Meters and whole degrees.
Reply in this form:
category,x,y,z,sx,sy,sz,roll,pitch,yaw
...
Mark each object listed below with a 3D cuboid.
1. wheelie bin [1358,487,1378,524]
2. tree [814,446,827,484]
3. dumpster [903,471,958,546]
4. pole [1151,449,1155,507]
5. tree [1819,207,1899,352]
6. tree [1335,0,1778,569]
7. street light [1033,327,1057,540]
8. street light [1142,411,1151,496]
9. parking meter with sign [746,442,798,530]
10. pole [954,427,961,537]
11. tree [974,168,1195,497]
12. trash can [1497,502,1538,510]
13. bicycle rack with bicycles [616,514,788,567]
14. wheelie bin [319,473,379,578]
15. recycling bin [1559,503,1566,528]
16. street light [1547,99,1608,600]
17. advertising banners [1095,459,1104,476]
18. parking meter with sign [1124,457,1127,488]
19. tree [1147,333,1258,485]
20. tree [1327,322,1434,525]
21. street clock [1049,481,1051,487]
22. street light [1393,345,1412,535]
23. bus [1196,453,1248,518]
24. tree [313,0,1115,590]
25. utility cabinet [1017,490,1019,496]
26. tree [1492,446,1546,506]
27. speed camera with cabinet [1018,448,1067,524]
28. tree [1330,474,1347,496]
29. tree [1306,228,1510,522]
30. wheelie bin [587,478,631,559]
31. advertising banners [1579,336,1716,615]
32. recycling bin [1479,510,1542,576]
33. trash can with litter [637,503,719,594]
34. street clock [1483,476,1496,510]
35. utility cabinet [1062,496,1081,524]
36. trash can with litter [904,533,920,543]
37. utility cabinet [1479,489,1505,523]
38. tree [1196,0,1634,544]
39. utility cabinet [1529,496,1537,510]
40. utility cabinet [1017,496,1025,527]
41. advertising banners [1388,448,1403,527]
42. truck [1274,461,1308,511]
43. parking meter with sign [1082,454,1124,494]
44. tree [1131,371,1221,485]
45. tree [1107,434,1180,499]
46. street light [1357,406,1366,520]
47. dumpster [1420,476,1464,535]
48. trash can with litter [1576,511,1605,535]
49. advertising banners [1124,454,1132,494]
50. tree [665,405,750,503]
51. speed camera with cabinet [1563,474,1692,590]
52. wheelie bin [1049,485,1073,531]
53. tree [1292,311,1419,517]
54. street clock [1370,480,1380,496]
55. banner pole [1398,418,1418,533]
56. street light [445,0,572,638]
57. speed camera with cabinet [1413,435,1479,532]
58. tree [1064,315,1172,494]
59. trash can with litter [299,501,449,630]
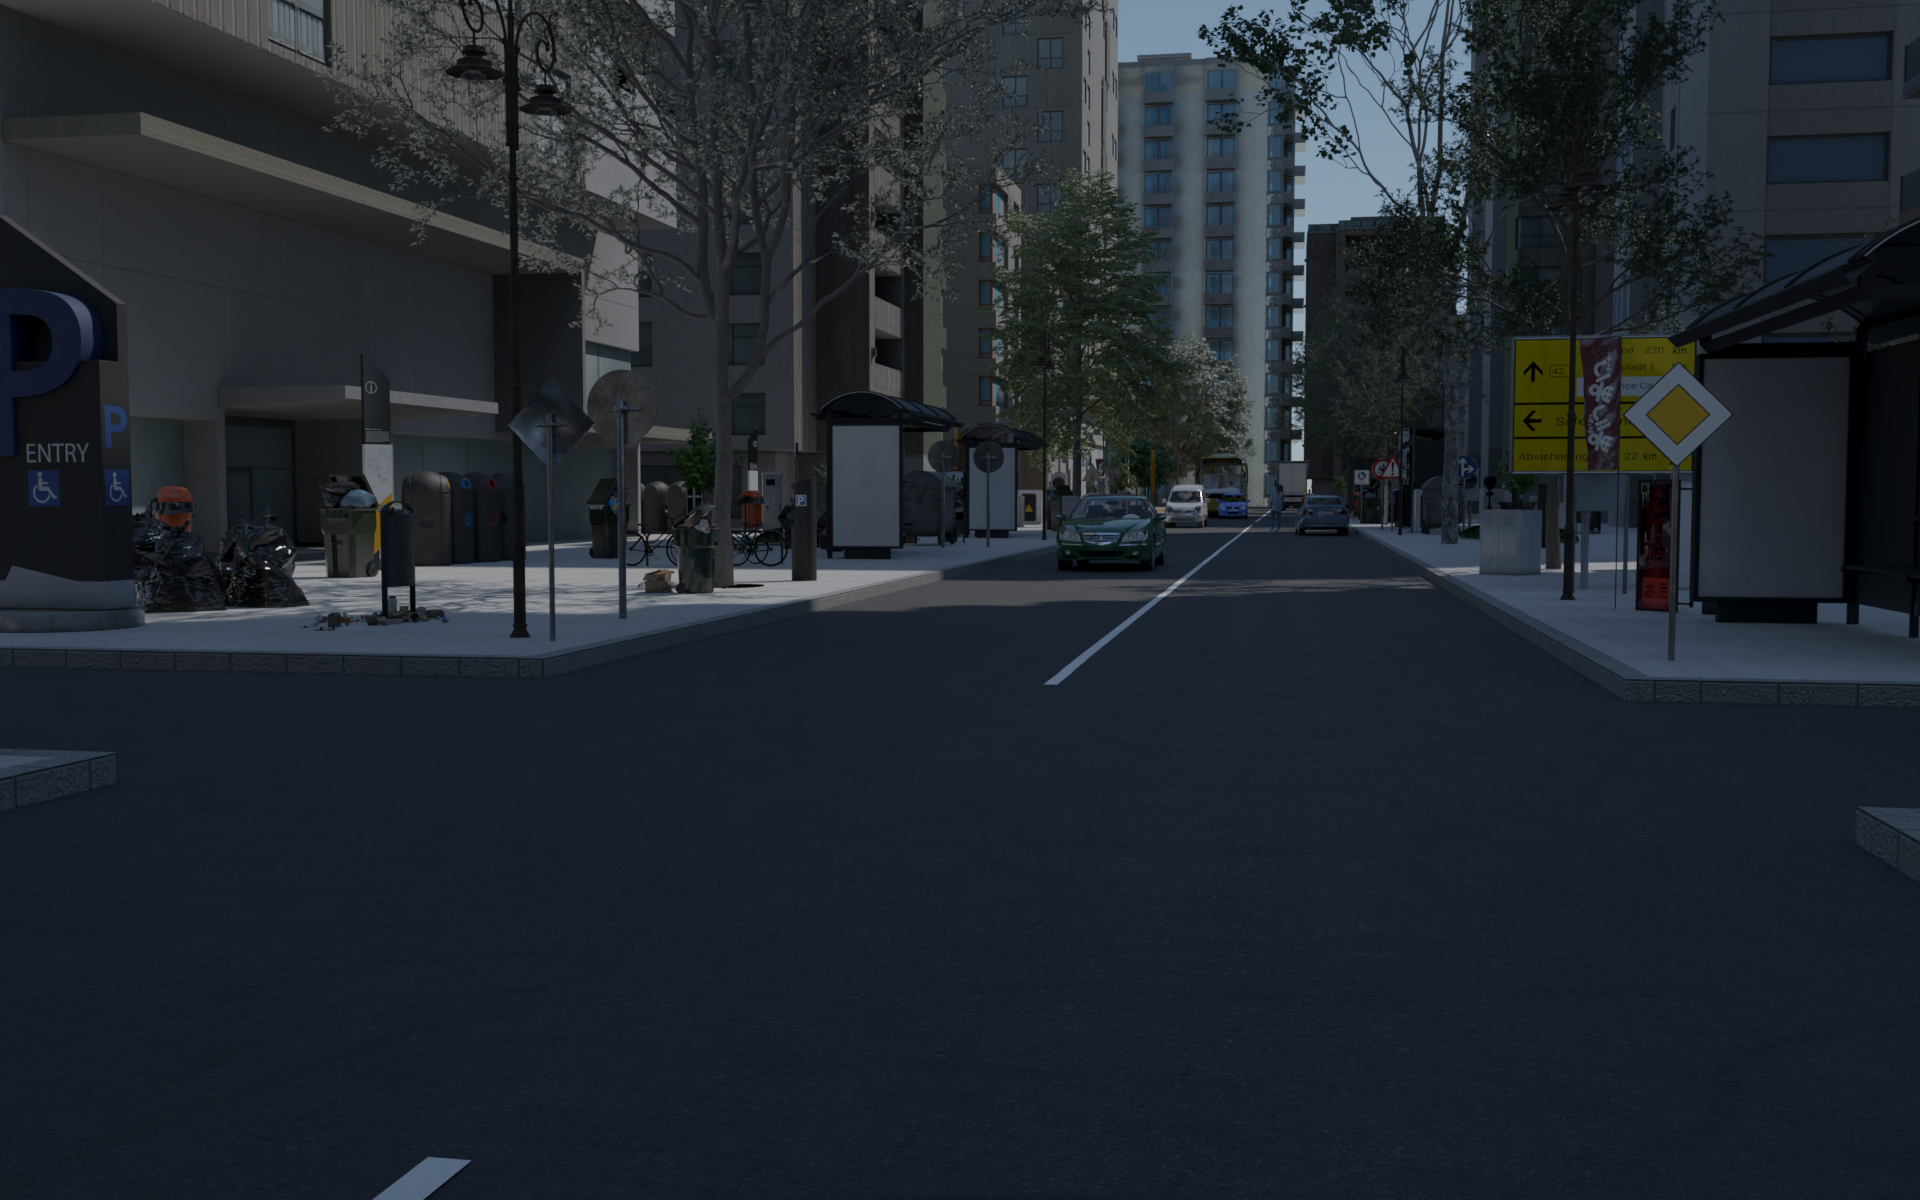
category,x,y,z,sx,sy,sz,roll,pitch,yaw
wheelie bin,17.711,-4.113,75.152,0.693,1.594,0.980,-2,4,-24
tree,-3.818,-3.920,58.699,1.663,3.219,1.824,0,3,0
dumpster,-0.830,-2.302,43.395,1.264,1.857,1.865,1,4,11
pole,8.787,-5.202,78.892,0.158,3.312,0.155,0,3,0
tree,23.928,-5.746,44.306,4.360,8.622,3.978,0,3,0
tree,9.850,-5.806,29.337,7.601,10.594,8.767,-1,4,-16
street light,2.351,-4.611,48.172,0.468,5.910,1.993,1,4,11
street light,8.659,-6.618,80.987,0.468,5.910,1.993,1,4,11
parking meter with sign,-6.321,-3.793,58.274,1.738,3.016,0.543,-1,4,-9
pole,-0.073,-3.526,51.492,0.158,3.312,0.155,0,3,0
tree,4.287,-8.701,60.396,7.486,12.596,7.792,0,3,0
trash can,10.424,-1.270,32.412,0.748,1.137,0.748,0,3,0
bicycle rack with bicycles,-4.342,-1.091,31.218,2.925,0.926,2.852,2,4,25
wheelie bin,-9.386,-1.146,26.648,0.980,1.594,0.693,1,4,19
recycling bin,17.478,-2.343,50.863,0.722,1.027,0.722,0,4,-7
street light,7.365,-2.938,20.816,0.468,5.910,1.993,1,4,11
advertising banners,7.527,-5.435,85.046,2.074,3.025,0.090,3,4,36
parking meter with sign,7.003,-5.265,82.348,1.738,3.016,0.543,1,4,15
tree,18.777,-14.029,136.034,9.857,13.997,8.962,0,3,0
tree,17.334,-7.394,71.256,4.360,8.622,3.978,0,3,0
street clock,4.619,-4.918,84.985,0.471,2.002,0.358,1,4,21
street light,13.719,-4.956,53.815,0.468,5.910,1.993,1,4,11
bus,16.614,-7.154,108.518,2.896,3.916,12.252,1,4,11
tree,-3.142,-6.918,23.479,12.009,13.543,11.850,0,3,0
utility cabinet,2.742,-4.842,87.840,1.173,1.500,0.318,3,4,37
tree,20.775,-4.267,64.365,1.663,3.219,1.824,0,3,0
speed camera with cabinet,3.495,-4.825,73.220,2.038,3.252,0.660,0,4,7
tree,35.724,-10.260,162.359,1.663,3.219,1.824,0,3,0
tree,19.501,-10.294,78.671,12.009,13.543,11.850,0,3,0
wheelie bin,-7.017,-1.634,34.631,0.693,1.594,0.980,-3,5,-45
advertising banners,7.626,-1.384,18.809,0.090,3.025,2.074,-3,4,-38
recycling bin,8.797,-0.925,27.676,0.722,1.027,0.722,-3,5,-42
trash can with litter,-3.662,-0.675,22.424,1.055,1.170,0.624,1,4,11
street clock,21.106,-3.942,69.029,0.471,2.002,0.358,-2,4,-24
utility cabinet,3.760,-2.881,58.263,0.306,1.237,1.020,2,4,27
trash can with litter,-1.570,-2.077,45.352,1.055,1.170,0.624,1,4,9
utility cabinet,23.314,-4.113,75.924,1.173,1.500,0.318,-2,4,-25
tree,11.261,-11.489,43.728,12.611,20.169,13.585,0,3,0
utility cabinet,19.724,-2.902,58.609,1.020,1.237,0.306,-2,4,-29
utility cabinet,2.078,-3.456,67.665,0.306,1.237,1.020,-3,5,-41
advertising banners,17.022,-4.343,67.197,0.090,3.025,2.074,3,4,38
truck,28.879,-9.911,150.960,2.839,4.237,11.283,1,4,10
parking meter with sign,6.143,-4.817,75.018,1.738,3.016,0.543,-2,4,-34
tree,15.083,-11.446,121.555,7.601,10.594,8.767,1,4,21
tree,10.371,-6.797,94.843,4.285,4.588,4.351,0,3,0
street light,20.008,-6.963,86.633,0.468,5.910,1.993,1,4,11
dumpster,15.396,-3.029,55.284,1.264,1.857,1.865,1,4,11
trash can with litter,19.664,-2.728,55.667,2.233,1.210,1.678,1,4,12
advertising banners,7.145,-4.765,74.094,0.090,3.025,2.074,1,4,10
tree,-5.715,-2.648,37.897,1.663,3.219,1.824,0,3,0
speed camera with cabinet,9.251,-1.774,23.337,2.038,3.252,0.660,0,4,5
wheelie bin,3.484,-3.172,59.775,0.980,1.594,0.693,-3,4,-36
tree,22.409,-10.539,98.069,9.928,11.665,9.643,0,3,0
street clock,20.706,-5.007,86.439,0.358,2.002,0.471,-1,4,-23
banner pole,14.813,-4.116,57.308,0.863,3.779,0.401,-2,4,-27
street light,-3.945,-2.603,15.355,0.468,5.910,1.993,1,4,11
speed camera with cabinet,16.278,-3.893,57.991,2.038,3.252,0.660,0,4,4
tree,6.052,-7.237,68.694,4.737,8.622,4.395,0,3,0
trash can with litter,-5.933,-0.383,17.314,1.678,1.210,2.233,1,4,15
